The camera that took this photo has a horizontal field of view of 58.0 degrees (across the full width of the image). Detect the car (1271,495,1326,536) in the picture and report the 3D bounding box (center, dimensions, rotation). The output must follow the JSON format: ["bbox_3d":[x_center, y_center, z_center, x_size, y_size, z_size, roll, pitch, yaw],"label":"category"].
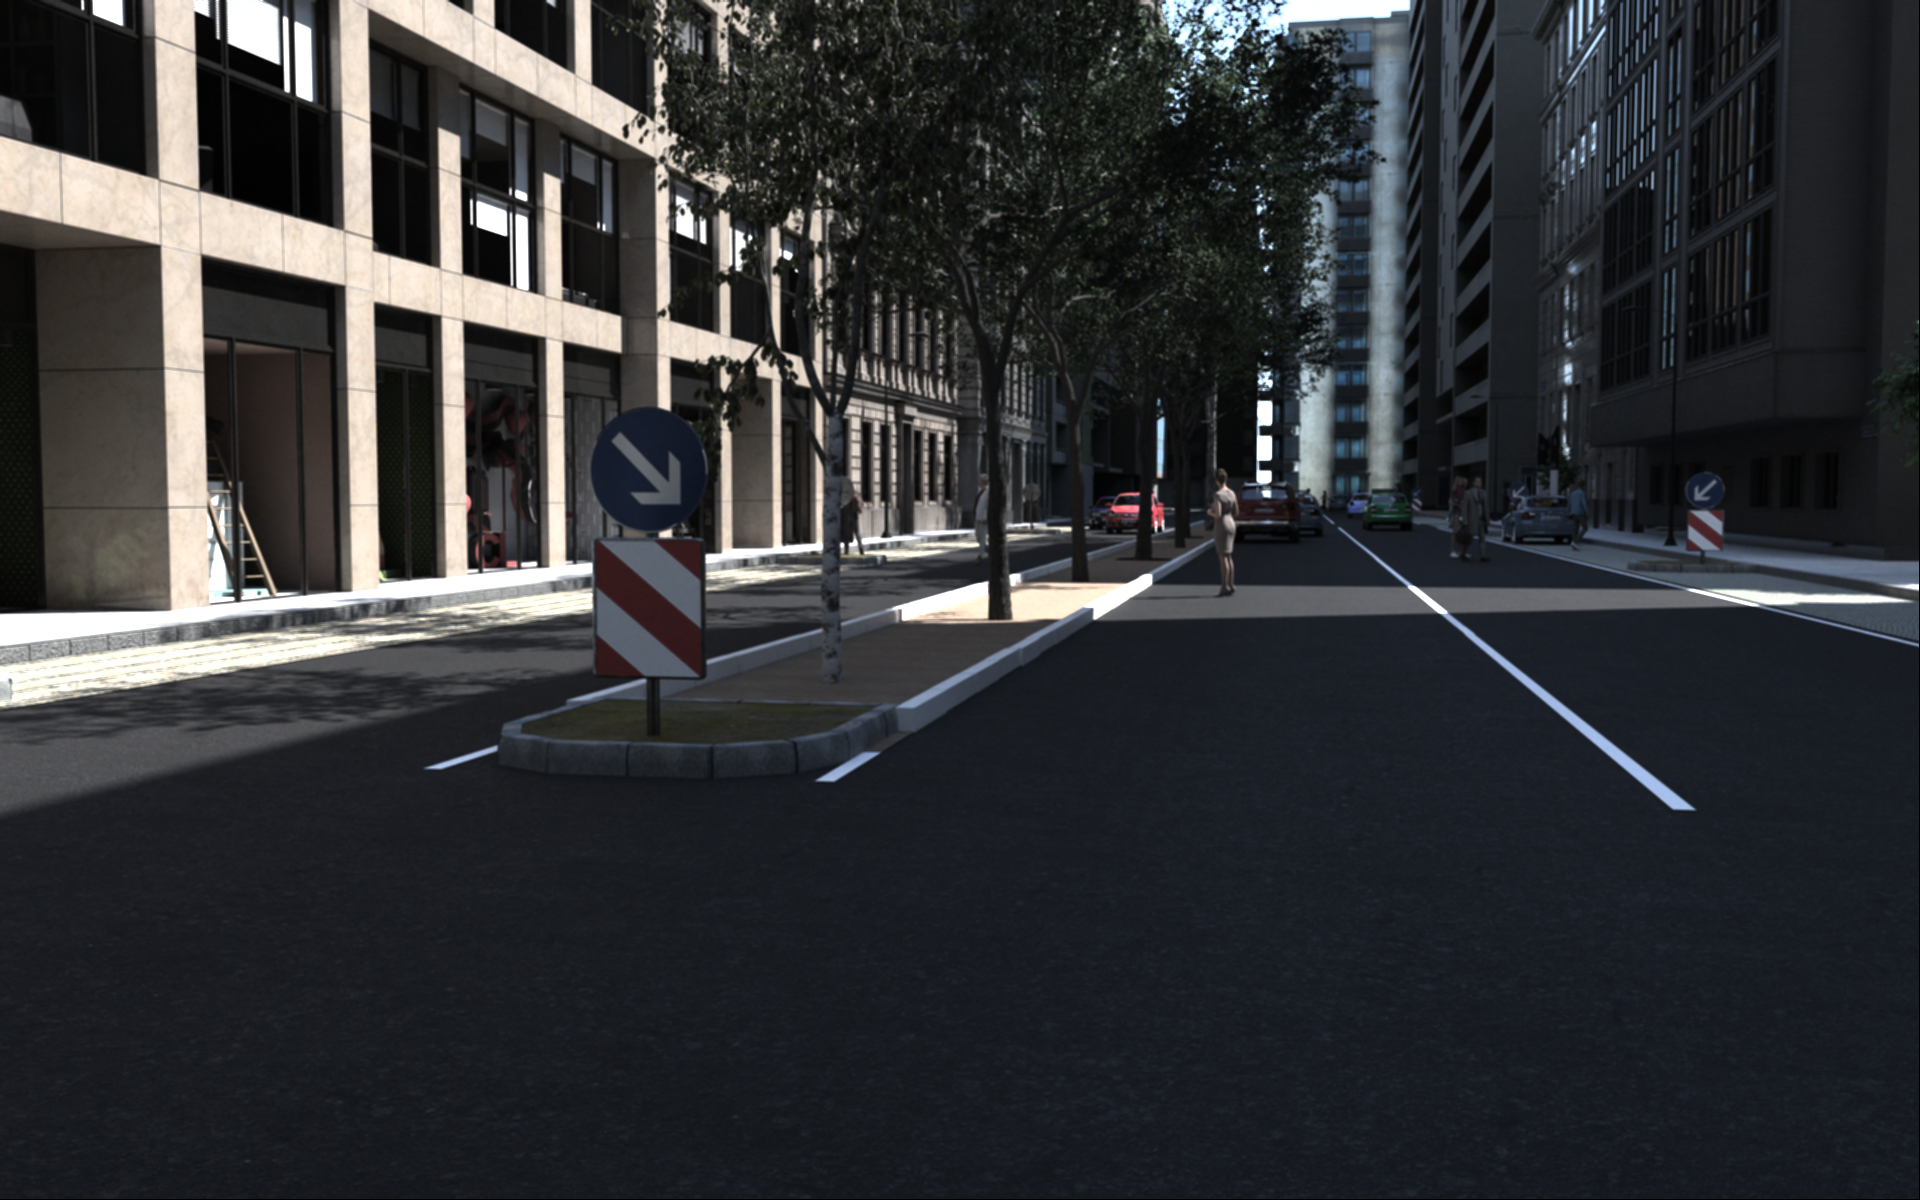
[{"bbox_3d":[11.672,-2.936,60.011,2.014,1.417,4.499,1,4,11],"label":"car"}]

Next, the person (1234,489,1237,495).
[{"bbox_3d":[14.757,-5.152,93.412,0.551,1.740,0.621,0,4,2],"label":"person"}]

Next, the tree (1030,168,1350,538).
[{"bbox_3d":[7.315,-8.734,55.627,12.009,13.543,11.850,0,3,0],"label":"tree"}]

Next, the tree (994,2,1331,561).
[{"bbox_3d":[4.041,-6.643,36.831,9.928,11.665,9.643,0,3,0],"label":"tree"}]

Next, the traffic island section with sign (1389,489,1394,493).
[{"bbox_3d":[33.470,-7.692,134.398,1.989,1.847,2.006,1,4,11],"label":"traffic island section with sign"}]

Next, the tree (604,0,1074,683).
[{"bbox_3d":[-0.940,-3.685,13.073,4.360,8.622,3.978,0,3,0],"label":"tree"}]

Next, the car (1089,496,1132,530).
[{"bbox_3d":[6.257,-3.536,70.388,1.945,1.354,3.894,1,4,11],"label":"car"}]

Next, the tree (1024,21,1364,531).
[{"bbox_3d":[8.712,-12.809,67.772,12.611,20.169,13.585,0,3,0],"label":"tree"}]

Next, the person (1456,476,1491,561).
[{"bbox_3d":[10.991,-1.731,36.900,0.694,1.812,0.767,-1,4,-19],"label":"person"}]

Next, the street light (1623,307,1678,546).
[{"bbox_3d":[17.126,-4.307,42.968,1.470,5.913,1.316,1,4,11],"label":"street light"}]

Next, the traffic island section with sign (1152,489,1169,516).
[{"bbox_3d":[12.242,-6.316,111.888,1.989,1.847,2.006,1,4,11],"label":"traffic island section with sign"}]

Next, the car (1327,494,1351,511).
[{"bbox_3d":[31.673,-8.102,144.467,2.014,1.417,4.499,1,4,12],"label":"car"}]

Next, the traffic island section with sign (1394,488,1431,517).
[{"bbox_3d":[28.298,-6.074,107.942,1.989,1.847,2.006,1,4,11],"label":"traffic island section with sign"}]

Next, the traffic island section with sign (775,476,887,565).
[{"bbox_3d":[-2.588,-1.658,35.732,1.989,1.847,2.006,1,4,11],"label":"traffic island section with sign"}]

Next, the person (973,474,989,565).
[{"bbox_3d":[0.512,-1.655,35.436,0.514,1.842,0.818,3,4,38],"label":"person"}]

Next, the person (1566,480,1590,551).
[{"bbox_3d":[15.562,-2.128,43.637,0.444,1.785,0.601,-1,4,-15],"label":"person"}]

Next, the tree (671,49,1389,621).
[{"bbox_3d":[0.546,-5.062,19.626,8.767,10.594,7.601,1,4,11],"label":"tree"}]

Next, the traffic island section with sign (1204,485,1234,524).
[{"bbox_3d":[12.848,-4.608,83.481,2.006,1.907,1.989,1,4,11],"label":"traffic island section with sign"}]

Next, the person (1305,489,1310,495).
[{"bbox_3d":[17.588,-4.785,87.654,0.530,1.710,0.541,2,4,29],"label":"person"}]

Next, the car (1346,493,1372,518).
[{"bbox_3d":[24.062,-5.747,103.552,1.945,1.707,3.694,1,4,11],"label":"car"}]

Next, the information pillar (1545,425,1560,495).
[{"bbox_3d":[20.339,-4.153,59.263,0.183,3.616,0.504,0,4,-6],"label":"information pillar"}]

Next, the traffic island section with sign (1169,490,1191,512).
[{"bbox_3d":[17.398,-7.934,138.347,1.989,1.847,2.006,1,4,11],"label":"traffic island section with sign"}]

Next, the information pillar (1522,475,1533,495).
[{"bbox_3d":[21.952,-3.826,67.053,0.304,2.012,0.304,0,4,-3],"label":"information pillar"}]

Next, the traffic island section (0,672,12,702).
[{"bbox_3d":[-7.699,0.673,11.273,2.009,0.180,2.903,1,4,11],"label":"traffic island section"}]

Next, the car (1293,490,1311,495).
[{"bbox_3d":[29.260,-8.628,149.740,2.281,1.827,5.304,1,4,9],"label":"car"}]

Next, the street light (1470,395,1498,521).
[{"bbox_3d":[24.650,-6.660,81.430,1.470,5.913,1.316,1,4,11],"label":"street light"}]

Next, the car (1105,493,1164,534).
[{"bbox_3d":[6.417,-3.317,63.277,2.155,1.783,4.494,1,4,12],"label":"car"}]

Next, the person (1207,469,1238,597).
[{"bbox_3d":[3.656,-0.936,24.149,0.374,1.781,0.599,3,5,43],"label":"person"}]

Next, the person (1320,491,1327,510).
[{"bbox_3d":[32.650,-8.946,155.562,0.721,1.735,1.217,3,4,37],"label":"person"}]

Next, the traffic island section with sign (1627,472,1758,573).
[{"bbox_3d":[13.554,-1.442,32.203,1.989,1.847,2.006,1,4,11],"label":"traffic island section with sign"}]

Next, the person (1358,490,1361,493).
[{"bbox_3d":[28.619,-7.012,123.866,1.217,1.735,0.721,-2,4,-31],"label":"person"}]

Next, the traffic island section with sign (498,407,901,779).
[{"bbox_3d":[-1.513,-0.097,9.722,2.006,1.907,1.989,1,4,11],"label":"traffic island section with sign"}]

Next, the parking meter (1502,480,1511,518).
[{"bbox_3d":[23.332,-4.174,73.948,0.255,1.863,0.399,0,4,7],"label":"parking meter"}]

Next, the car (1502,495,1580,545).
[{"bbox_3d":[16.828,-2.340,50.261,2.014,1.417,4.499,1,4,11],"label":"car"}]

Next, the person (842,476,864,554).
[{"bbox_3d":[-2.496,-1.877,39.147,0.622,1.834,0.822,-1,4,-21],"label":"person"}]

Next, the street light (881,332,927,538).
[{"bbox_3d":[-1.602,-4.733,49.933,1.470,5.913,1.316,1,4,11],"label":"street light"}]

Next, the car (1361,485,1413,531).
[{"bbox_3d":[17.078,-3.699,69.277,1.959,1.807,4.718,1,4,10],"label":"car"}]

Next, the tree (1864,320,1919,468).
[{"bbox_3d":[15.676,-2.606,26.319,4.285,4.588,4.351,0,3,0],"label":"tree"}]

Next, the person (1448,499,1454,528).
[{"bbox_3d":[20.546,-3.634,72.201,0.394,1.301,0.425,1,4,9],"label":"person"}]

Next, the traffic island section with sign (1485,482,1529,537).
[{"bbox_3d":[18.704,-3.060,58.663,1.989,1.847,2.006,1,4,11],"label":"traffic island section with sign"}]

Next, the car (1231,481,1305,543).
[{"bbox_3d":[9.279,-2.679,52.476,2.281,1.827,5.304,1,4,11],"label":"car"}]

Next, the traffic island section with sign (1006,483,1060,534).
[{"bbox_3d":[2.565,-3.277,62.209,1.989,1.847,2.006,1,4,11],"label":"traffic island section with sign"}]

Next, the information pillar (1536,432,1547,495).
[{"bbox_3d":[22.159,-4.554,65.817,0.504,3.616,0.183,-1,4,-15],"label":"information pillar"}]

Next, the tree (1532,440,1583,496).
[{"bbox_3d":[21.185,-4.099,61.615,1.663,3.219,1.824,0,3,0],"label":"tree"}]

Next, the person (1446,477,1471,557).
[{"bbox_3d":[11.321,-1.884,39.275,0.573,1.828,0.580,2,4,25],"label":"person"}]
